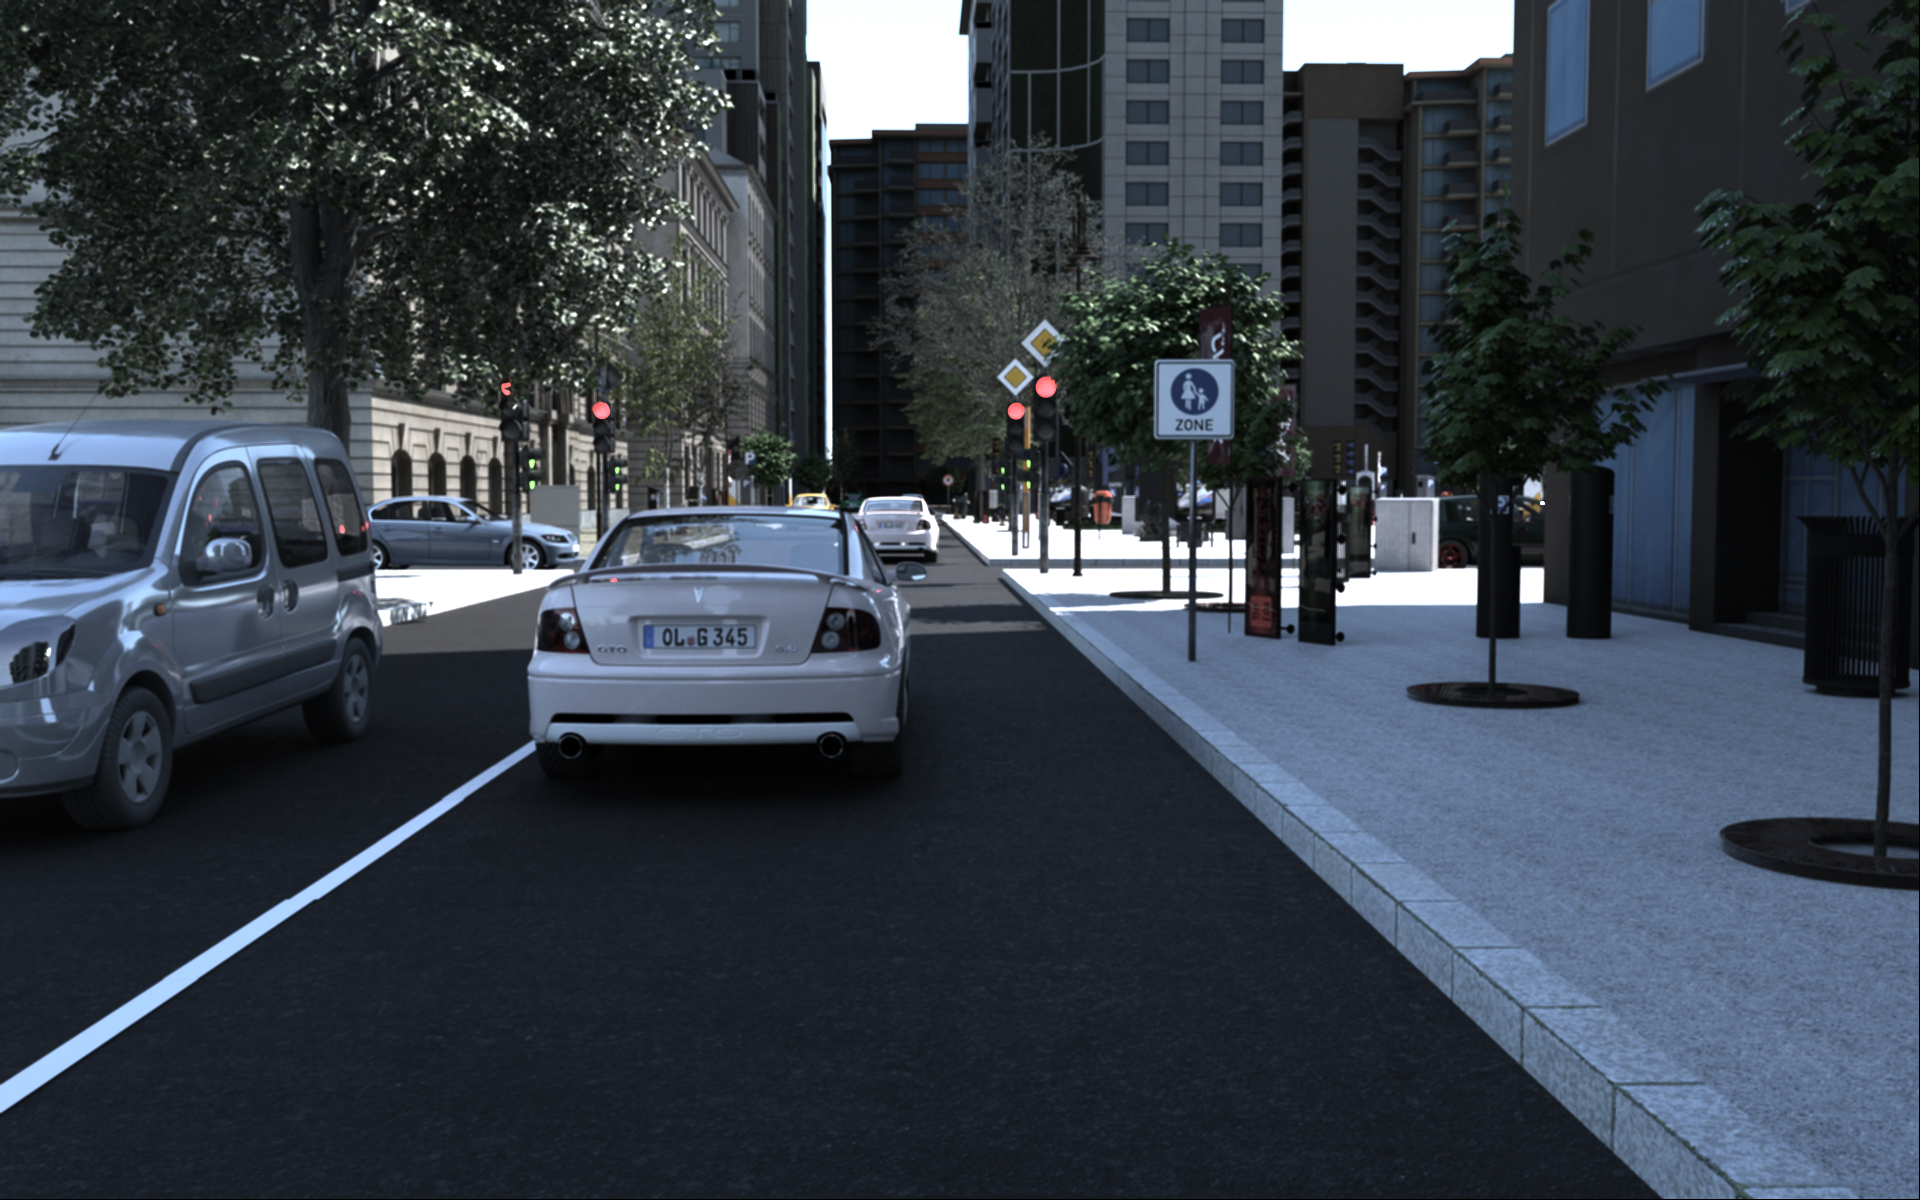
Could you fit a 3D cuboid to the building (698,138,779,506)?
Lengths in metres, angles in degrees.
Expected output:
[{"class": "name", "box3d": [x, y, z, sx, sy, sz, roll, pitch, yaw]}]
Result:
[{"class": "building", "box3d": [-15.992, -15.349, 100.111, 9.793, 20.994, 18.267, 0, 4, -2]}]

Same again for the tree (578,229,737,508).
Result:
[{"class": "tree", "box3d": [-8.302, -5.934, 47.383, 4.737, 8.622, 4.395, 0, 3, 0]}]

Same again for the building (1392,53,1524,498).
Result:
[{"class": "building", "box3d": [57.718, -31.842, 175.240, 28.867, 44.769, 22.147, 0, 4, -2]}]

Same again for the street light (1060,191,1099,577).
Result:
[{"class": "street light", "box3d": [1.834, -3.306, 26.841, 0.468, 5.910, 1.993, 0, 4, -2]}]

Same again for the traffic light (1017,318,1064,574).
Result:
[{"class": "traffic light", "box3d": [1.342, -2.382, 27.869, 0.839, 4.253, 0.868, 0, 4, -2]}]

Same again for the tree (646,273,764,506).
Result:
[{"class": "tree", "box3d": [-8.760, -6.614, 58.504, 4.360, 8.622, 3.978, 0, 3, 0]}]

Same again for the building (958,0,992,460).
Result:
[{"class": "building", "box3d": [14.565, -35.586, 171.067, 28.713, 52.752, 27.495, 0, 4, -2]}]

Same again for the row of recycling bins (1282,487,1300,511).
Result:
[{"class": "row of recycling bins", "box3d": [18.822, -5.840, 102.595, 3.534, 1.692, 1.069, 0, 4, -4]}]

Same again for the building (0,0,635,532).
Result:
[{"class": "building", "box3d": [-18.339, -14.352, 53.733, 14.460, 24.649, 34.723, 0, 4, -2]}]

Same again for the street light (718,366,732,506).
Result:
[{"class": "street light", "box3d": [-8.433, -5.493, 62.602, 0.468, 5.910, 1.993, 0, 4, -2]}]

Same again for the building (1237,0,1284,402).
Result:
[{"class": "building", "box3d": [11.213, -42.053, 125.817, 20.563, 71.187, 20.611, 0, 4, -2]}]

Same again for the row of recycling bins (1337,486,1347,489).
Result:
[{"class": "row of recycling bins", "box3d": [20.364, -5.158, 91.439, 1.069, 1.692, 3.534, -2, 4, -35]}]

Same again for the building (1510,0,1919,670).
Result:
[{"class": "building", "box3d": [13.648, -22.174, 12.660, 14.600, 45.320, 14.200, 0, 4, -2]}]

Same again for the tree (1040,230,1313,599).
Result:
[{"class": "tree", "box3d": [2.674, -2.323, 21.688, 4.285, 4.588, 4.351, 0, 3, 0]}]

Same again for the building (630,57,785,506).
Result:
[{"class": "building", "box3d": [-19.598, -21.197, 118.278, 14.160, 30.474, 14.107, 0, 4, -2]}]

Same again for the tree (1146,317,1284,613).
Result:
[{"class": "tree", "box3d": [3.029, -1.491, 18.987, 1.663, 3.219, 1.824, 0, 3, 0]}]

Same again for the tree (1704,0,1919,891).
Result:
[{"class": "tree", "box3d": [3.369, -0.695, 5.959, 1.663, 3.219, 1.824, 0, 3, 0]}]

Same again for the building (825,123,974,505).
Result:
[{"class": "building", "box3d": [-2.796, -33.806, 207.345, 28.867, 44.769, 22.147, 0, 4, -2]}]

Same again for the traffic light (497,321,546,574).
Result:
[{"class": "traffic light", "box3d": [-7.066, -2.367, 27.624, 0.839, 4.253, 0.868, 0, 4, -2]}]

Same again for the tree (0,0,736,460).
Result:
[{"class": "tree", "box3d": [-7.226, -6.925, 19.885, 9.857, 13.997, 8.962, 0, 3, 0]}]

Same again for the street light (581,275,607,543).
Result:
[{"class": "street light", "box3d": [-7.686, -3.913, 36.758, 0.468, 5.910, 1.993, 0, 4, -2]}]

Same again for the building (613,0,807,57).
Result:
[{"class": "building", "box3d": [-19.003, -27.428, 132.041, 14.154, 41.232, 14.086, 0, 4, -2]}]

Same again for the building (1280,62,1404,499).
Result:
[{"class": "building", "box3d": [36.111, -32.262, 177.600, 14.200, 45.320, 14.600, 0, 4, -2]}]

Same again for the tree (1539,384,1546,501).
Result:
[{"class": "tree", "box3d": [24.890, -7.538, 73.613, 4.360, 8.622, 3.978, 0, 3, 0]}]

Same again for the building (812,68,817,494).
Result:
[{"class": "building", "box3d": [-20.766, -29.210, 161.175, 14.154, 41.232, 14.086, 0, 4, -2]}]

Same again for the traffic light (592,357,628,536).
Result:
[{"class": "traffic light", "box3d": [-7.284, -2.855, 35.606, 0.839, 4.253, 0.868, 0, 4, -2]}]

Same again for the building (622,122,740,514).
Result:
[{"class": "building", "box3d": [-16.541, -13.259, 81.406, 10.561, 19.102, 19.286, 0, 4, -2]}]

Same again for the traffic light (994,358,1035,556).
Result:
[{"class": "traffic light", "box3d": [1.124, -2.870, 35.851, 0.839, 4.253, 0.868, 0, 4, -2]}]

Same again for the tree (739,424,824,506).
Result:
[{"class": "tree", "box3d": [-9.217, -5.985, 81.564, 4.285, 4.588, 4.351, 0, 3, 0]}]

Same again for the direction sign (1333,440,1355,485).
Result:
[{"class": "direction sign", "box3d": [16.113, -4.943, 72.817, 0.876, 3.537, 0.379, 1, 4, 17]}]

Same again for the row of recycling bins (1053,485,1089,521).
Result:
[{"class": "row of recycling bins", "box3d": [5.255, -4.564, 81.742, 1.069, 1.692, 3.534, -1, 4, -14]}]

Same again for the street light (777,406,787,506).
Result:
[{"class": "street light", "box3d": [-9.176, -7.130, 89.369, 0.468, 5.910, 1.993, 0, 4, -2]}]

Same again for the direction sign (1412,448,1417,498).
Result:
[{"class": "direction sign", "box3d": [22.594, -5.757, 86.118, 0.379, 3.537, 0.876, 0, 4, 2]}]

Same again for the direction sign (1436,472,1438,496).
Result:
[{"class": "direction sign", "box3d": [28.163, -6.741, 102.214, 0.379, 3.537, 0.876, 0, 4, 7]}]

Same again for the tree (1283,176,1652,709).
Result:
[{"class": "tree", "box3d": [3.254, -0.981, 10.643, 1.663, 3.219, 1.824, 0, 3, 0]}]

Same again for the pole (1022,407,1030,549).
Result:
[{"class": "pole", "box3d": [1.551, -2.858, 40.577, 0.158, 3.312, 0.155, 0, 3, 0]}]

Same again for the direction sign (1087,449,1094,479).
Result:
[{"class": "direction sign", "box3d": [6.827, -5.860, 87.807, 0.876, 3.537, 0.379, -1, 4, -20]}]

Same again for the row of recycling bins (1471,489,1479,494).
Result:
[{"class": "row of recycling bins", "box3d": [26.983, -4.936, 87.820, 1.069, 1.692, 3.534, -1, 4, -9]}]

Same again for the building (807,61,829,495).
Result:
[{"class": "building", "box3d": [-20.891, -32.207, 176.689, 14.200, 45.320, 14.600, 0, 4, -2]}]

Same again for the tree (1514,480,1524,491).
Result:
[{"class": "tree", "box3d": [30.956, -6.989, 97.984, 4.285, 4.588, 4.351, 0, 3, 0]}]

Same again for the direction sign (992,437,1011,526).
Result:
[{"class": "direction sign", "box3d": [1.697, -4.732, 69.370, 0.876, 3.537, 0.379, 2, 4, 26]}]
